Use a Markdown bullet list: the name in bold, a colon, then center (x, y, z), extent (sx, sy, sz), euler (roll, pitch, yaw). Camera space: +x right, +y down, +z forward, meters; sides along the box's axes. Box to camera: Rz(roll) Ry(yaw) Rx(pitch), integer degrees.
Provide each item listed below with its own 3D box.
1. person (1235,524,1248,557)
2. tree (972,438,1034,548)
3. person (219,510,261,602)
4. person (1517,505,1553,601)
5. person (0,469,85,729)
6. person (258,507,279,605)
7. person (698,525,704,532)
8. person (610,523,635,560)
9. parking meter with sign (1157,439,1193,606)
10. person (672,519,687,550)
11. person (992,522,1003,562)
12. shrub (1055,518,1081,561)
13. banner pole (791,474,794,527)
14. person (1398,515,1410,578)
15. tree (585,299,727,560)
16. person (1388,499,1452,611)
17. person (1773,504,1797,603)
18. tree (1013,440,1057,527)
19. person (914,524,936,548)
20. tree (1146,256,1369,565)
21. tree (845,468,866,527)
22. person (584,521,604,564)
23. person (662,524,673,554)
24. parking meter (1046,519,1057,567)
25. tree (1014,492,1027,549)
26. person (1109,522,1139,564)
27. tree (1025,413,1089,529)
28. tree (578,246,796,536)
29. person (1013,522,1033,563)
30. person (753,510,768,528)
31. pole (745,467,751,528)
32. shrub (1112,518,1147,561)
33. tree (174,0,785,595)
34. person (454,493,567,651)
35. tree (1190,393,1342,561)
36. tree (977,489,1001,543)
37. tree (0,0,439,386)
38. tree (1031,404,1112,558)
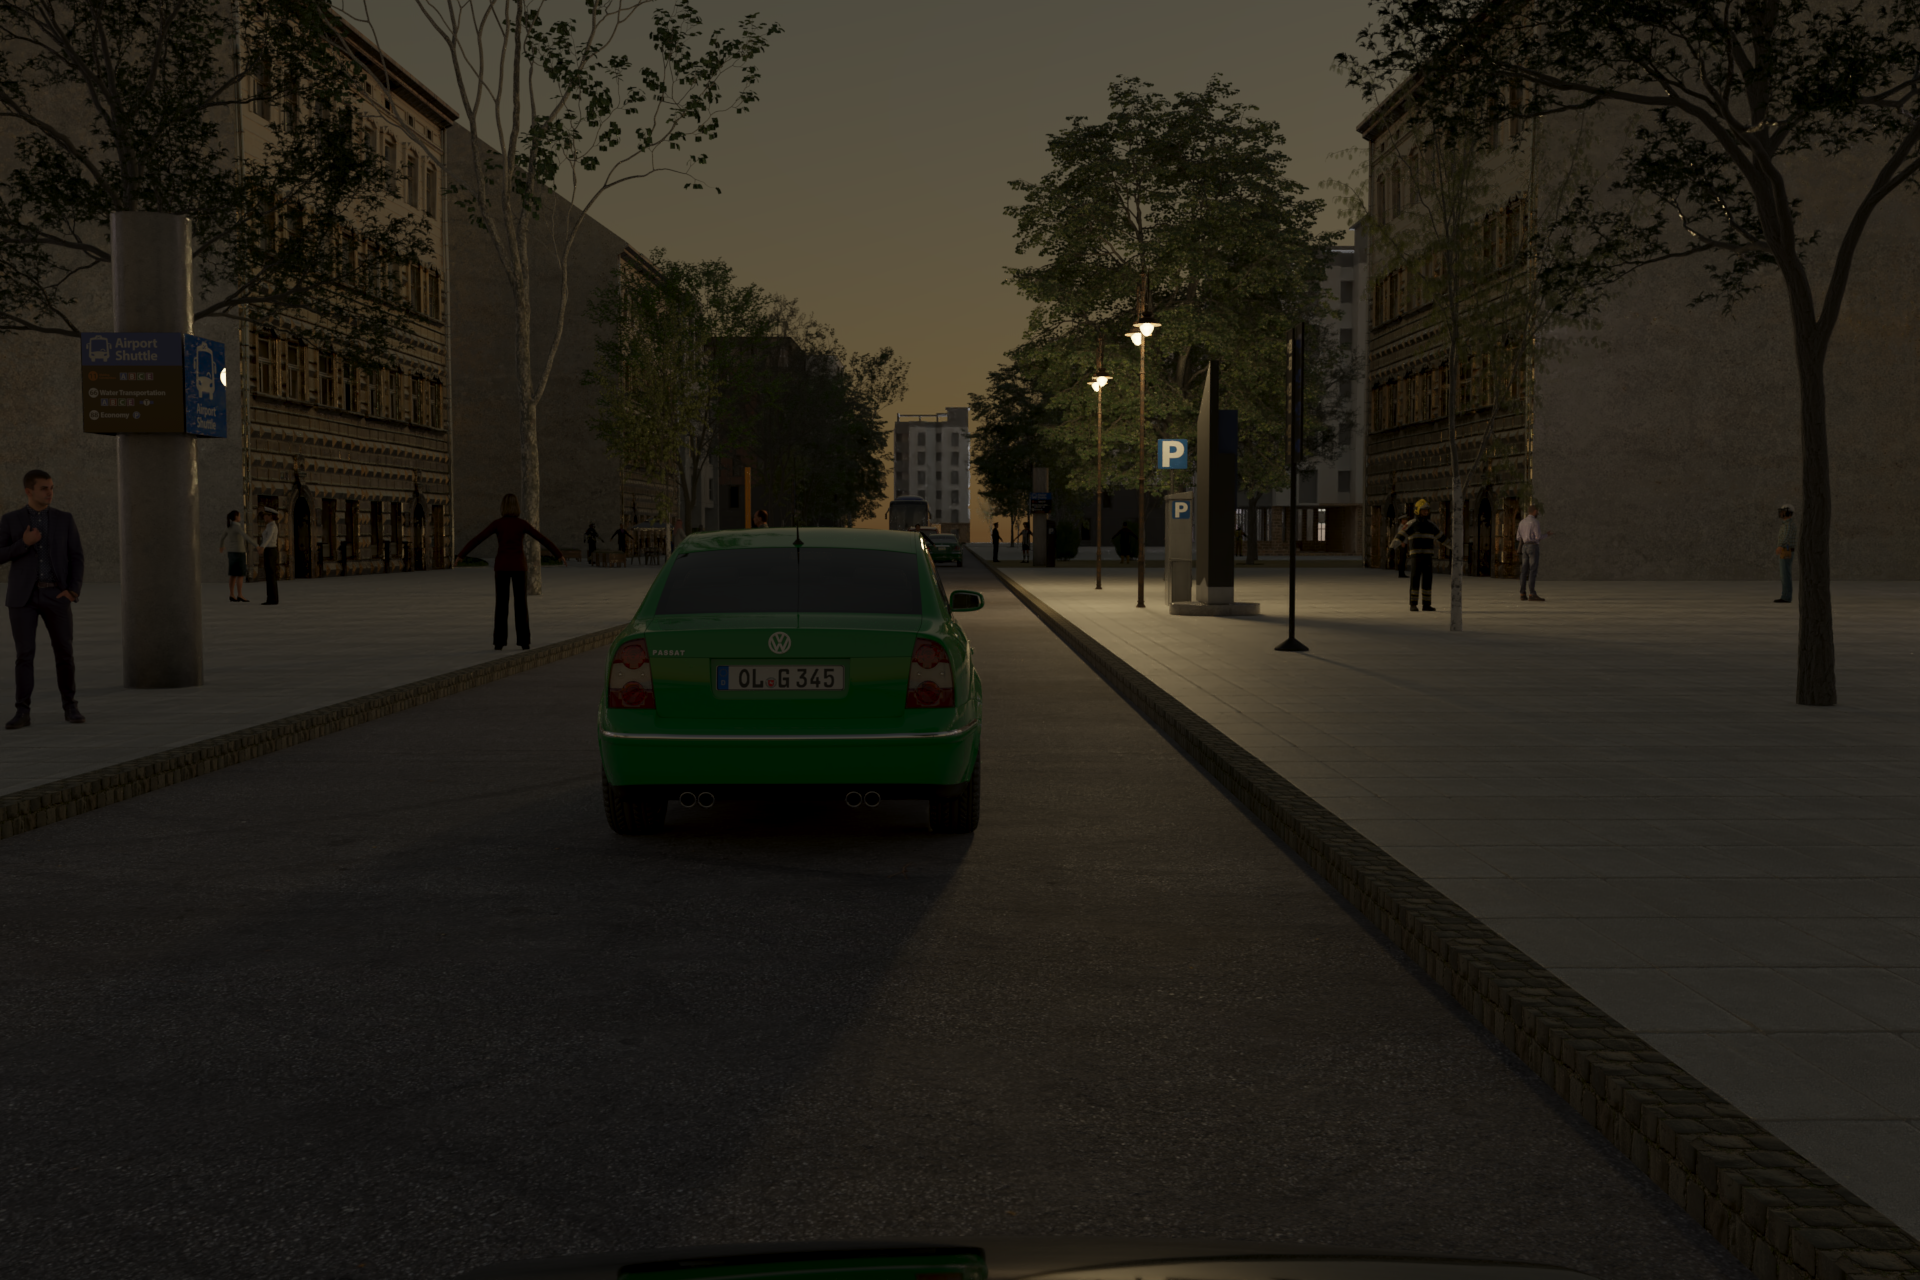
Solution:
- **person**: center (15.895, -5.679, 98.619), extent (1.354, 1.858, 0.705), euler (2, 4, 34)
- **tree**: center (5.165, -14.670, 165.612), extent (9.928, 11.665, 9.643), euler (0, 3, 0)
- **person**: center (-13.600, -1.583, 32.715), extent (1.217, 1.735, 0.721), euler (2, 4, 32)
- **person**: center (11.050, -1.670, 33.221), extent (0.599, 1.838, 0.709), euler (-1, 4, -21)
- **person**: center (-6.161, -0.284, 11.598), extent (0.541, 1.710, 0.530), euler (-1, 4, -22)
- **person**: center (-12.573, -1.524, 31.380), extent (0.721, 1.778, 1.216), euler (-1, 4, -15)
- **person**: center (-14.460, -5.534, 96.604), extent (0.705, 1.813, 1.348), euler (2, 4, 29)
- **person**: center (-16.388, -4.756, 83.983), extent (1.346, 1.802, 0.704), euler (-3, 4, -38)
- **parking meter with sign**: center (3.899, -2.129, 31.065), extent (0.543, 3.016, 1.738), euler (0, 3, 0)
- **person**: center (-9.952, -3.391, 61.594), extent (0.704, 1.811, 1.347), euler (-3, 4, -37)
- **person**: center (1.669, -4.478, 79.146), extent (0.705, 1.837, 1.347), euler (-1, 4, -16)
- **shrub**: center (4.886, -4.742, 81.577), extent (1.661, 2.075, 1.752), euler (0, 3, 0)
- **banner pole**: center (-6.955, -5.029, 72.243), extent (0.401, 3.779, 0.863), euler (0, 3, 0)
- **person**: center (13.025, -2.754, 50.814), extent (0.704, 1.855, 1.343), euler (1, 4, 22)
- **tree**: center (-9.269, -6.305, 53.446), extent (4.737, 8.622, 4.395), euler (0, 3, 0)
- **person**: center (7.674, -1.405, 28.741), extent (1.351, 1.858, 0.704), euler (-1, 4, -15)
- **person**: center (15.417, -1.624, 32.386), extent (0.704, 1.849, 1.345), euler (2, 4, 28)
- **tree**: center (5.880, -10.672, 124.851), extent (4.360, 8.622, 3.978), euler (0, 3, 0)
- **person**: center (-1.546, -3.366, 63.684), extent (1.347, 1.806, 0.705), euler (0, 4, -8)
- **tree**: center (12.313, -9.898, 72.204), extent (12.009, 13.543, 11.850), euler (0, 3, 0)
- **tree**: center (-18.703, -21.635, 260.383), extent (9.857, 13.997, 8.962), euler (0, 3, 0)
- **person**: center (-15.669, -4.165, 73.875), extent (0.705, 1.856, 1.354), euler (2, 4, 25)
- **person**: center (-15.368, -5.247, 91.763), extent (0.705, 1.833, 1.349), euler (-3, 5, -39)
- **parking meter**: center (3.521, -3.740, 66.867), extent (0.399, 1.863, 0.255), euler (0, 4, -1)
- **tree**: center (4.836, -12.223, 150.204), extent (4.360, 8.622, 3.978), euler (0, 3, 0)
- **person**: center (7.189, -4.242, 75.500), extent (1.346, 1.812, 0.704), euler (0, 4, -2)
- **tree**: center (5.497, -9.187, 100.572), extent (4.360, 8.622, 3.978), euler (0, 3, 0)
- **tree**: center (-9.737, -8.343, 62.158), extent (9.928, 11.665, 9.643), euler (0, 3, 0)
- **person**: center (2.896, -4.316, 76.705), extent (1.345, 1.843, 0.704), euler (3, 5, 43)
- **person**: center (-3.027, -1.071, 26.243), extent (0.705, 1.796, 1.348), euler (1, 4, 14)
- **pole**: center (-6.472, -3.613, 52.922), extent (0.158, 3.312, 0.155), euler (0, 3, 0)
- **shrub**: center (8.179, -4.869, 83.641), extent (1.661, 2.075, 1.752), euler (0, 3, 0)
- **tree**: center (-9.781, -10.928, 34.560), extent (12.611, 20.169, 13.585), euler (0, 3, 0)
- **person**: center (-4.973, -0.757, 19.182), extent (1.215, 1.729, 0.721), euler (-1, 4, -14)
- **tree**: center (14.480, -9.145, 83.928), extent (8.767, 10.594, 7.601), euler (2, 4, 24)
- **tree**: center (4.983, -19.061, 262.003), extent (4.360, 8.622, 3.978), euler (0, 3, 0)
- **tree**: center (-9.893, -5.283, 20.784), extent (7.601, 10.594, 8.767), euler (-1, 4, -13)
- **tree**: center (5.742, -8.623, 91.347), extent (4.737, 8.622, 4.395), euler (0, 3, 0)
